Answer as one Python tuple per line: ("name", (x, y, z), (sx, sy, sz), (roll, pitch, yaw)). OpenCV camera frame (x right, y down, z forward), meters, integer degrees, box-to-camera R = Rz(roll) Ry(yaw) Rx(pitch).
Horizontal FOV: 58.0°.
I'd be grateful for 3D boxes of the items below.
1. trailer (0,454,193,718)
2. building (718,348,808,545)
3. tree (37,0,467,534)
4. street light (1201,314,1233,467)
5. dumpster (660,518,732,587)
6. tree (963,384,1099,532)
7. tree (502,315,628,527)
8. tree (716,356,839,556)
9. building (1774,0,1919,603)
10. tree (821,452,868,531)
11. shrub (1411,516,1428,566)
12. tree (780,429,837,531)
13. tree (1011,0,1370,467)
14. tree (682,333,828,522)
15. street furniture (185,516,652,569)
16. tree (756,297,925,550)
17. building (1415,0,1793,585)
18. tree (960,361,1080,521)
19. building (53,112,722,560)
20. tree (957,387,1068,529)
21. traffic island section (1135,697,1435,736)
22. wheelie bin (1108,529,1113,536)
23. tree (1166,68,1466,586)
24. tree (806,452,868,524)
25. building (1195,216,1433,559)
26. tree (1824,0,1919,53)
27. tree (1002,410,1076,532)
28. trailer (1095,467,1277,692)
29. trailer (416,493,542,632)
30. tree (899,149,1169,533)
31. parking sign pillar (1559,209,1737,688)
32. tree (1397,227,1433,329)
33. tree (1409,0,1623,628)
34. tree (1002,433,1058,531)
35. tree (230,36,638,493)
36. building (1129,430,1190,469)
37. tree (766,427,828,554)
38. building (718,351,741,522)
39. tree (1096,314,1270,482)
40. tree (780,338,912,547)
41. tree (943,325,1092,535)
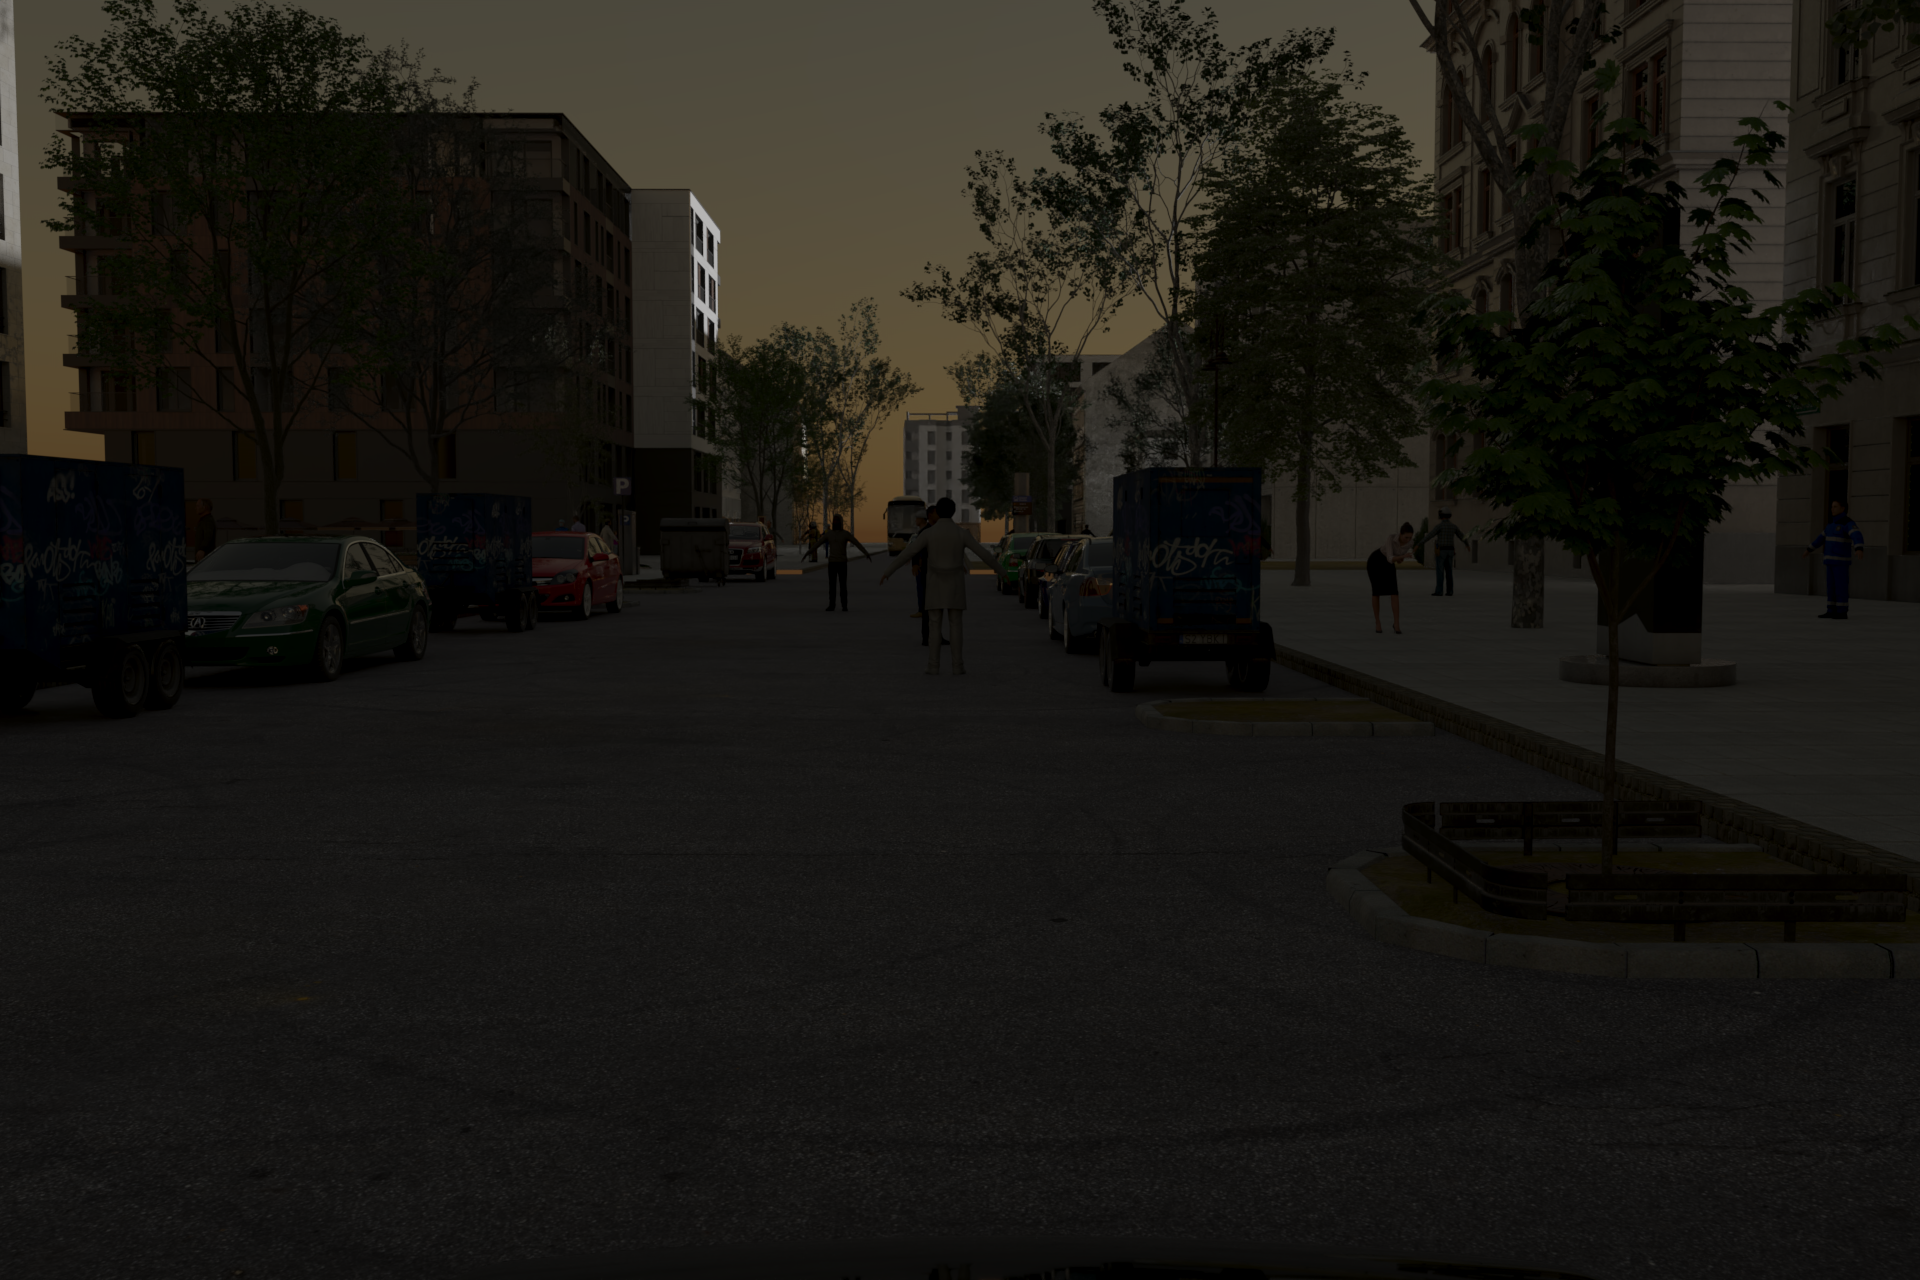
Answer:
("trailer", (-7.148, -0.368, 13.064), (1.471, 1.999, 3.904), (0, 4, -1))
("building", (-28.516, -23.103, 208.655), (19.493, 23.208, 18.063), (0, 3, 0))
("tree", (-13.103, -6.542, 32.712), (9.928, 11.665, 9.643), (0, 3, 0))
("street light", (5.410, -3.904, 36.620), (0.468, 5.910, 1.993), (0, 4, 0))
("dumpster", (-7.233, -2.392, 47.318), (1.865, 1.857, 1.264), (0, 4, 0))
("tree", (4.377, -10.659, 108.685), (8.767, 10.594, 7.601), (0, 4, -1))
("tree", (-12.768, -6.586, 58.045), (4.360, 8.622, 3.978), (0, 3, 0))
("tree", (-10.783, -10.717, 100.983), (9.928, 11.665, 9.643), (0, 3, 0))
("building", (25.729, -14.616, 15.391), (17.030, 29.872, 44.131), (0, 4, 0))
("tree", (-11.137, -12.534, 155.297), (4.360, 8.622, 3.978), (0, 3, 0))
("shrub", (18.766, -3.979, 69.099), (1.661, 2.075, 1.752), (0, 3, 0))
("tree", (-10.077, -10.160, 116.474), (4.360, 8.622, 3.978), (0, 3, 0))
("tree", (6.619, -12.397, 58.585), (12.611, 20.169, 13.585), (0, 3, 0))
("tree", (-10.446, -10.036, 89.837), (9.928, 11.665, 9.643), (0, 3, 0))
("street furniture", (-23.510, -4.072, 71.603), (27.439, 1.986, 14.083), (1, 4, 9))
("tree", (-9.506, -17.235, 137.679), (12.611, 20.169, 13.585), (0, 3, 0))
("building", (24.059, -16.323, 54.273), (14.401, 28.519, 23.554), (0, 4, -1))
("tree", (4.642, -13.621, 129.354), (9.857, 13.997, 8.962), (0, 3, 0))
("building", (-29.887, -15.693, 100.554), (27.936, 21.610, 32.646), (0, 4, 0))
("tree", (4.472, -14.413, 142.304), (9.857, 13.997, 8.962), (0, 3, 0))
("traffic island section", (2.375, 0.586, 13.280), (1.991, 0.108, 1.994), (0, 4, 0))
("wheelie bin", (5.213, -3.056, 57.882), (0.693, 1.594, 0.980), (0, 3, 0))
("tree", (8.755, -7.637, 42.984), (7.486, 12.596, 7.792), (0, 3, 0))
("tree", (-18.911, -21.230, 257.483), (12.009, 13.543, 11.850), (0, 3, 0))
("building", (24.640, -14.594, 105.074), (16.747, 18.905, 31.486), (0, 4, 0))
("tree", (8.465, -5.570, 9.202), (7.486, 12.596, 7.792), (0, 3, 0))
("tree", (4.202, -9.238, 101.400), (4.360, 8.622, 3.978), (0, 3, 0))
("trailer", (2.035, -0.592, 16.723), (1.471, 1.999, 3.904), (0, 4, -2))
("trailer", (-7.073, -1.087, 24.814), (1.471, 1.999, 3.904), (0, 4, 0))
("tree", (3.179, -14.146, 87.180), (12.611, 20.169, 13.585), (0, 3, 0))
("parking sign pillar", (5.996, -1.623, 15.017), (1.447, 3.967, 1.447), (0, 4, 0))
("tree", (24.928, -13.723, 80.258), (12.611, 20.169, 13.585), (0, 3, 0))
("tree", (6.936, -10.303, 24.348), (12.611, 20.169, 13.585), (0, 3, 0))
("tree", (4.443, -10.385, 120.156), (4.360, 8.622, 3.978), (0, 3, 0))
("tree", (-13.553, -8.171, 43.974), (12.009, 13.543, 11.850), (0, 3, 0))
("building", (19.340, -12.100, 139.979), (9.099, 9.664, 28.070), (0, 4, 0))
("tree", (-10.045, -9.712, 109.157), (4.360, 8.622, 3.978), (0, 3, 0))
("building", (-29.232, -19.748, 179.302), (16.016, 20.090, 11.380), (0, 4, -1))
("tree", (9.738, -8.514, 73.613), (7.601, 10.594, 8.767), (2, 4, 26))
("tree", (-11.922, -19.132, 168.701), (12.611, 20.169, 13.585), (0, 3, 0))
("tree", (5.152, -18.422, 157.084), (12.611, 20.169, 13.585), (0, 3, 0))
